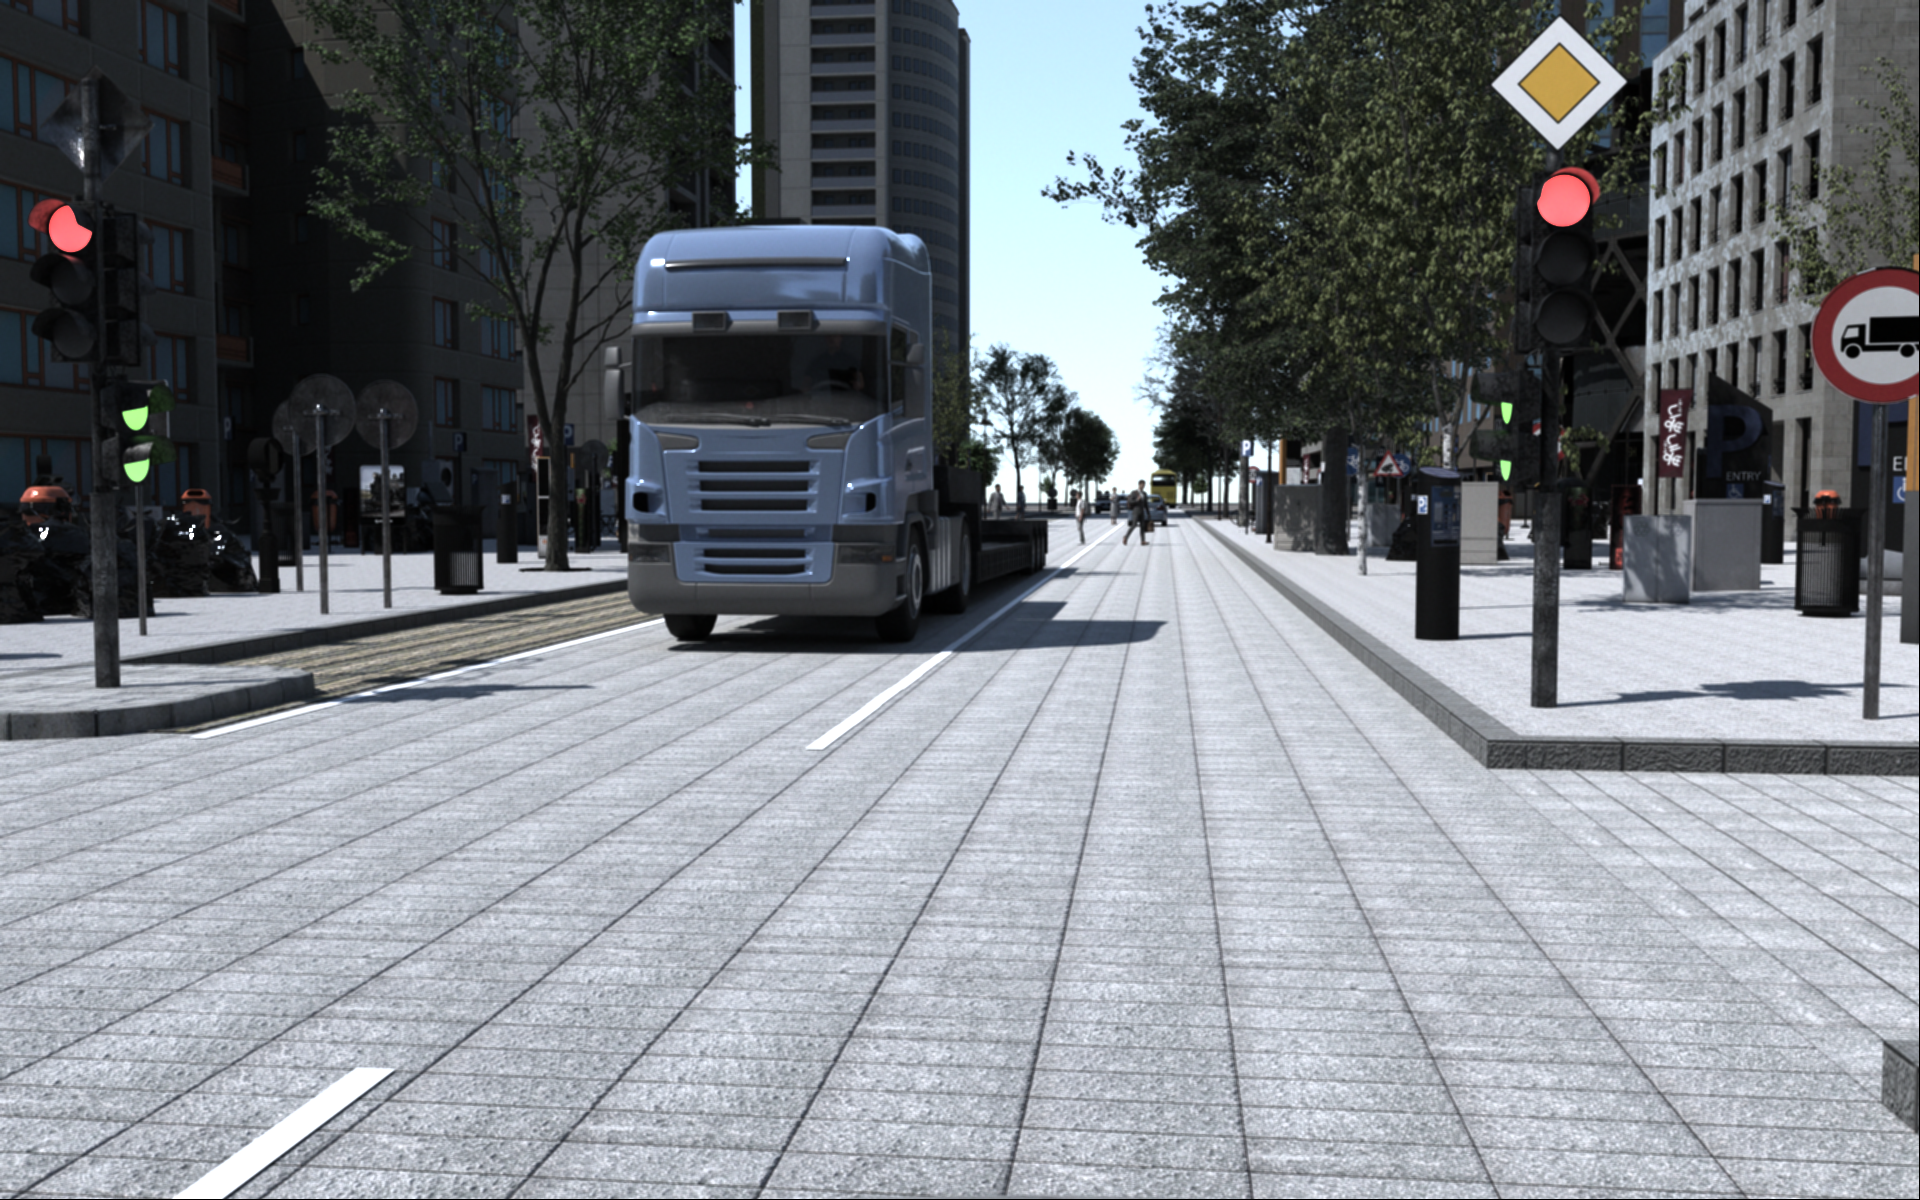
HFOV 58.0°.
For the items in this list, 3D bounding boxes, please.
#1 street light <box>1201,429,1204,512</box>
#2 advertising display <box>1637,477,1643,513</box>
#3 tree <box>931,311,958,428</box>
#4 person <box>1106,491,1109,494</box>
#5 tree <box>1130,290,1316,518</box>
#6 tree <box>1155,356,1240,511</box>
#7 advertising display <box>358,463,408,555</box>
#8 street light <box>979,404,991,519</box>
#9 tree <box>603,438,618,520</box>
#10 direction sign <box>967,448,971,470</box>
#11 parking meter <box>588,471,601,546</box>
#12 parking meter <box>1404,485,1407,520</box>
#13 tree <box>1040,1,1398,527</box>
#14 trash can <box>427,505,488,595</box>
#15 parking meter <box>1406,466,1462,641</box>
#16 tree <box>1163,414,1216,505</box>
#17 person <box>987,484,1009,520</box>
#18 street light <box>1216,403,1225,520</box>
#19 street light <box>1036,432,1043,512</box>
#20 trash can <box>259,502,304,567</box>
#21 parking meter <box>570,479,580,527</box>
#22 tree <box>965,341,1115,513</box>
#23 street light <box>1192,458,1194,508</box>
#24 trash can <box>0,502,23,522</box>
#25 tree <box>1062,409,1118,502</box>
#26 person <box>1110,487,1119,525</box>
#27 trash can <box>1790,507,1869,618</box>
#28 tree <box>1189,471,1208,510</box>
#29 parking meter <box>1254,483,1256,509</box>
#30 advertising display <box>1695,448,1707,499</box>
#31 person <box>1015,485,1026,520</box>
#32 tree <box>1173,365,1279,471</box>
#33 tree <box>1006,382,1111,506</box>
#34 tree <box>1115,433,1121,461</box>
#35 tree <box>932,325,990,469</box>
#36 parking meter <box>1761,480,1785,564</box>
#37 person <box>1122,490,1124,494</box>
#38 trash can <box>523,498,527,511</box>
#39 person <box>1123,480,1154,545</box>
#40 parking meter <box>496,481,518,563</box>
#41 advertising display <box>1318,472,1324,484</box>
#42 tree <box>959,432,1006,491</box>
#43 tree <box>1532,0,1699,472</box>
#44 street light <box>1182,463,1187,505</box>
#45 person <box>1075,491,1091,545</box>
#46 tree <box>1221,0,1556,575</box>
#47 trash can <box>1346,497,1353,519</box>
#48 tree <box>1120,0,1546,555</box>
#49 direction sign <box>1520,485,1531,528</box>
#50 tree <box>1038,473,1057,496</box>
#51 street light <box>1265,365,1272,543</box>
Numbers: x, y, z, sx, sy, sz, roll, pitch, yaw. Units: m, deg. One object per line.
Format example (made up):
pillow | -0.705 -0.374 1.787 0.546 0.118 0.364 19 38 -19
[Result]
street light | 17.063 -9.105 121.659 0.468 5.910 1.993 0 4 7
advertising display | 26.278 -3.737 66.305 0.123 1.923 0.974 -1 4 -18
tree | -2.224 -7.041 65.475 4.360 8.622 3.978 0 3 0
person | 16.824 -11.524 196.931 1.348 1.822 0.705 2 4 28
tree | 14.201 -11.096 91.782 12.009 13.543 11.850 0 3 0
tree | 18.314 -12.858 128.361 7.486 12.596 7.792 0 3 0
advertising display | -12.166 -1.915 36.517 0.974 1.923 0.123 -1 4 -9
street light | 1.276 -7.041 87.906 0.468 5.910 1.993 0 4 7
tree | -16.492 -6.252 85.934 4.285 4.588 4.351 0 3 0
direction sign | 0.429 -5.758 86.139 0.379 3.537 0.876 -1 4 -10
parking meter | -8.986 -2.256 42.593 0.255 1.863 0.399 -1 4 -17
parking meter | 12.837 -2.502 49.322 0.372 1.533 0.369 0 3 0
tree | 9.914 -12.971 67.966 12.611 20.169 13.585 0 3 0
trash can | -6.431 -0.645 22.204 0.748 1.137 0.748 0 3 0
parking meter | 4.226 -0.421 15.297 0.372 1.533 0.369 0 3 0
tree | 28.396 -17.452 211.087 9.928 11.665 9.643 0 3 0
person | 1.331 -3.270 62.231 0.678 1.792 0.850 -2 4 -32
street light | 12.664 -6.823 84.350 0.468 5.910 1.993 0 4 7
street light | 5.868 -9.423 126.848 0.468 5.910 1.993 0 4 7
trash can | -12.045 -1.170 30.784 0.748 1.137 0.748 0 3 0
parking meter | -14.812 -3.723 66.583 0.399 1.863 0.255 0 4 7
tree | 3.890 -11.764 118.090 9.928 11.665 9.643 0 3 0
street light | 21.612 -11.487 160.606 0.468 5.910 1.993 0 4 7
trash can | -16.542 -1.146 30.392 0.748 1.137 0.748 0 3 0
tree | 17.360 -19.197 232.002 7.486 12.596 7.792 0 3 0
person | 7.242 -4.383 80.726 0.480 1.755 0.524 -3 4 -37
trash can | 9.099 -0.398 18.157 0.748 1.137 0.748 0 3 0
tree | 19.925 -9.042 142.437 1.663 3.219 1.824 0 3 0
parking meter | 14.455 -4.789 84.009 0.399 1.863 0.255 0 4 5
advertising display | 10.435 -1.175 24.433 0.123 1.923 0.974 1 4 22
person | 2.725 -4.230 77.678 0.581 1.822 0.654 -3 5 -43
tree | 17.184 -10.732 109.884 7.601 10.594 8.767 -3 4 -37
tree | 7.787 -12.824 144.085 8.767 10.594 7.601 -2 4 -29
tree | 19.267 -19.538 245.206 9.928 11.665 9.643 0 3 0
tree | -0.543 -7.600 74.630 4.737 8.622 4.395 0 3 0
parking meter | 14.928 -1.430 31.799 0.372 1.533 0.369 0 3 0
person | 16.493 -10.163 174.657 0.705 1.826 1.348 2 4 34
trash can | -15.660 -3.174 63.556 0.748 1.137 0.748 0 3 0
person | 4.994 -2.446 48.461 0.622 1.834 0.822 -3 5 -42
parking meter | -8.415 -1.452 32.155 0.372 1.533 0.369 0 3 0
advertising display | 10.447 -2.746 50.112 0.123 1.923 0.974 0 4 6
tree | 0.777 -6.588 91.425 4.285 4.588 4.351 0 3 0
tree | 5.464 -4.189 18.848 4.737 8.622 4.395 0 3 0
street light | 31.216 -16.502 242.591 0.468 5.910 1.993 0 4 7
person | 3.443 -2.335 49.268 0.523 1.515 0.503 -3 5 -41
tree | 6.234 -4.682 26.906 4.737 8.622 4.395 0 3 0
trash can | 18.802 -4.450 84.409 0.748 1.137 0.748 0 3 0
tree | 7.861 -7.928 36.283 9.857 13.997 8.962 0 3 0
direction sign | 21.311 -4.476 65.182 0.379 3.537 0.876 -2 4 -34
tree | 7.695 -9.775 154.427 1.663 3.219 1.824 0 3 0
street light | 8.129 -4.441 45.402 0.468 5.910 1.993 0 4 7
